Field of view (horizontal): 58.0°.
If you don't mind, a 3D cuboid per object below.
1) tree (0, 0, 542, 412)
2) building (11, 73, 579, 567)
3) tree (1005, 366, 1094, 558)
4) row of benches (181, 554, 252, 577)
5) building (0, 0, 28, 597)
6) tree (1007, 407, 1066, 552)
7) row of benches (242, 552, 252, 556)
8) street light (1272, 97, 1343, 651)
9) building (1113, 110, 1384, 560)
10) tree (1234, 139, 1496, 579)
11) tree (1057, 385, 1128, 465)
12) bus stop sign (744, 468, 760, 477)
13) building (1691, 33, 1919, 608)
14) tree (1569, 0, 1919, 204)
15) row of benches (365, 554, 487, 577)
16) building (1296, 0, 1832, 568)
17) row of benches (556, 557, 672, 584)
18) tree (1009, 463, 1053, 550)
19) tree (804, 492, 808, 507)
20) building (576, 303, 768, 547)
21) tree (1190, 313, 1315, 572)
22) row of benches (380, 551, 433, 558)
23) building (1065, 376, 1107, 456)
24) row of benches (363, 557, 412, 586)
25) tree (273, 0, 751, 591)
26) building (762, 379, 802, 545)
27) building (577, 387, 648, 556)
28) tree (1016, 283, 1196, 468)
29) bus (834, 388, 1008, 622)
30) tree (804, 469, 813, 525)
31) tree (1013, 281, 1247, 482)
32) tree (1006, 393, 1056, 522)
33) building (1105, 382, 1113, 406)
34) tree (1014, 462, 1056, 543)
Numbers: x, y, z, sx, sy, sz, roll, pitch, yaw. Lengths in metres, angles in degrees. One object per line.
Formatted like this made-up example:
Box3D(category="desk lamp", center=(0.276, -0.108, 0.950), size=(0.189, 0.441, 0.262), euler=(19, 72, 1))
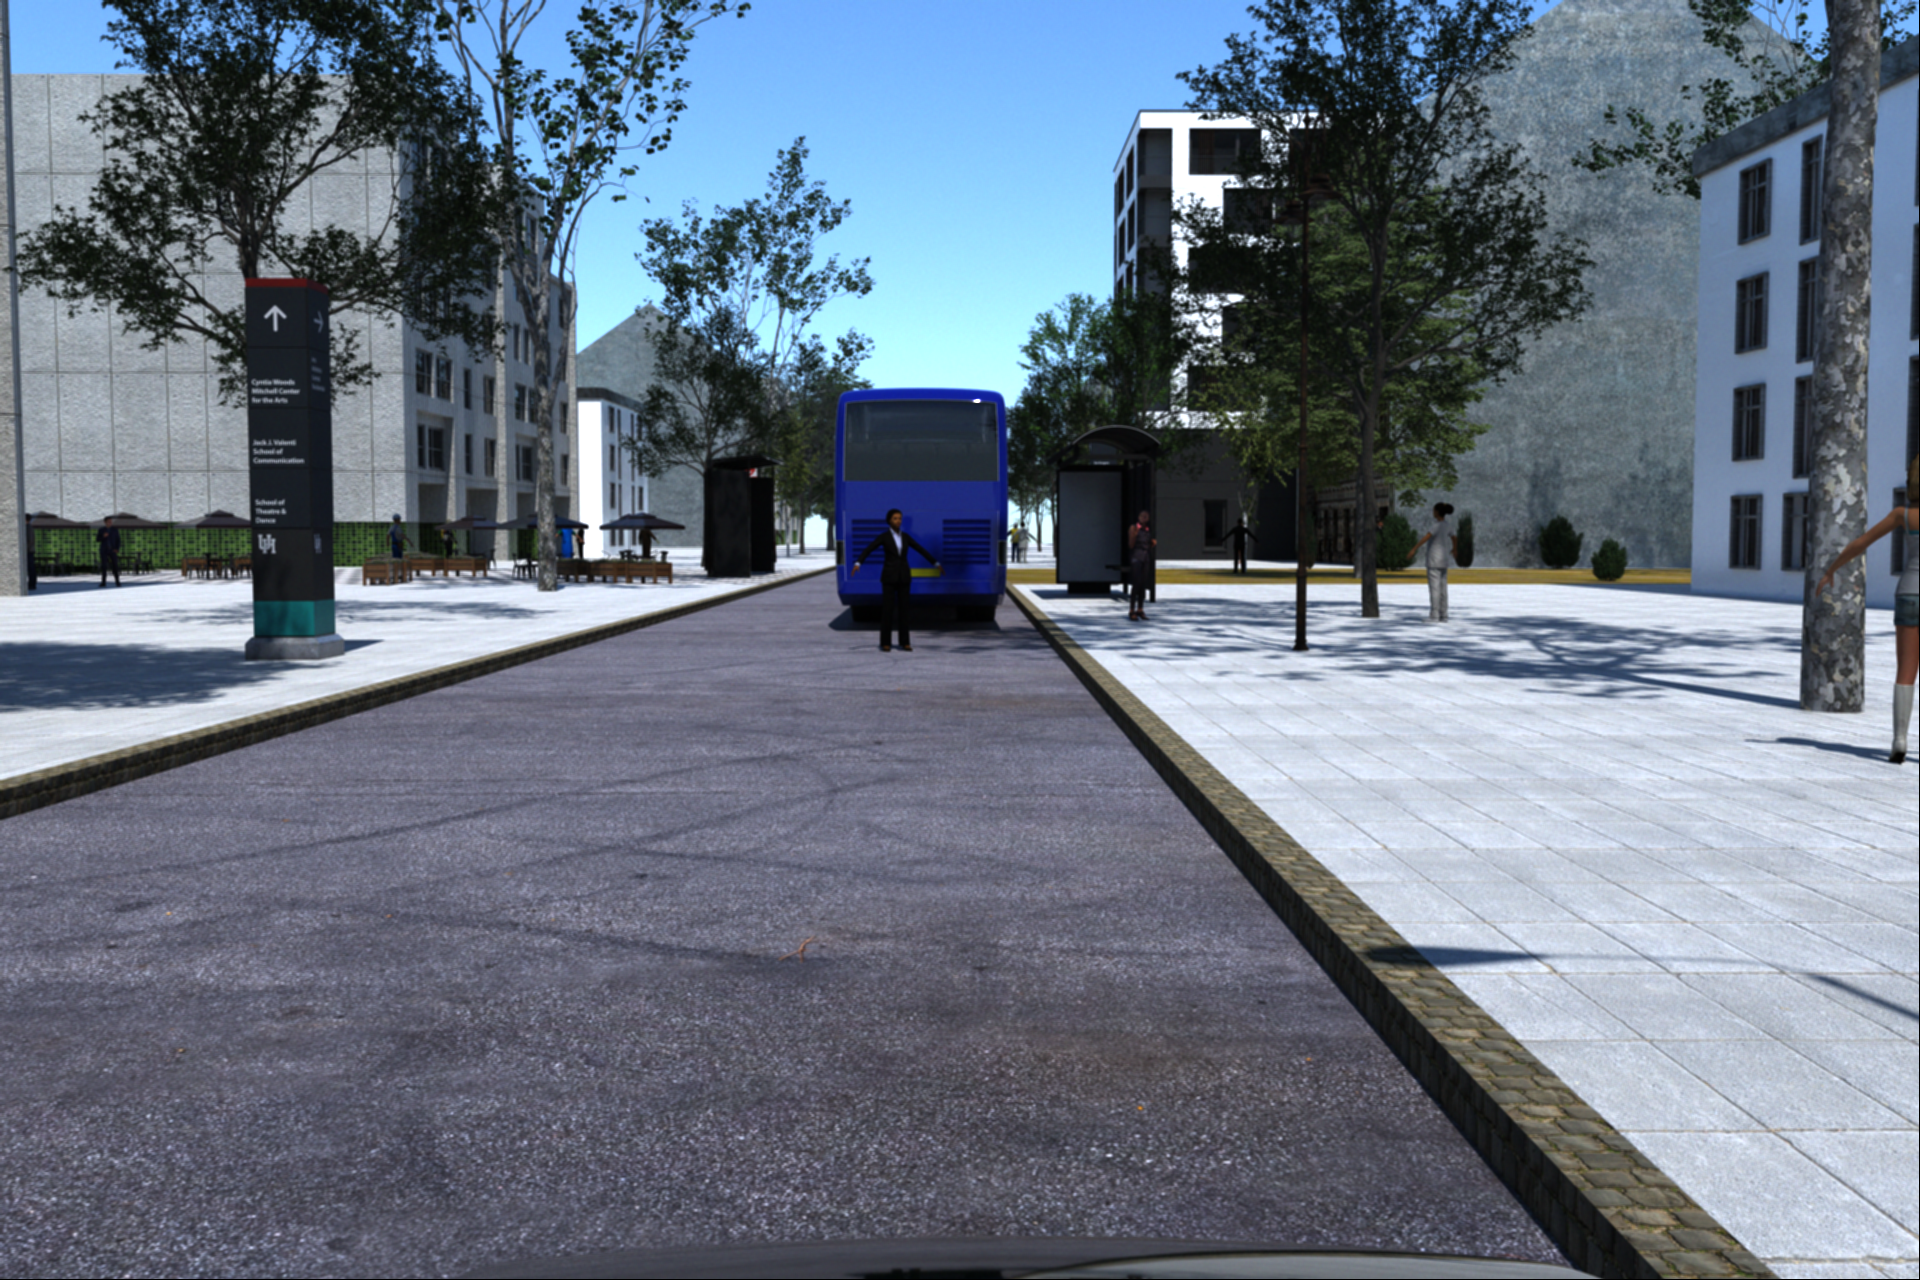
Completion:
Box3D(category="tree", center=(-9.556, -5.516, 24.604), size=(8.767, 10.594, 7.601), euler=(1, 4, 22))
Box3D(category="building", center=(-30.049, -13.223, 82.653), size=(16.747, 18.905, 31.486), euler=(0, 4, 0))
Box3D(category="tree", center=(4.924, -9.796, 94.582), size=(7.601, 10.594, 8.767), euler=(0, 4, 6))
Box3D(category="row of benches", center=(-21.737, -2.321, 53.405), size=(4.104, 0.672, 1.422), euler=(-2, 4, -31))
Box3D(category="building", center=(-27.595, -9.358, 19.462), size=(16.747, 18.905, 31.486), euler=(0, 3, 0))
Box3D(category="tree", center=(5.437, -11.669, 125.205), size=(7.601, 10.594, 8.767), euler=(0, 4, 1))
Box3D(category="row of benches", center=(-23.617, -2.719, 59.917), size=(1.422, 0.672, 4.104), euler=(0, 4, 8))
Box3D(category="street light", center=(3.762, -2.823, 18.947), size=(0.468, 5.910, 1.993), euler=(0, 4, 0))
Box3D(category="building", center=(22.559, -15.665, 100.092), size=(27.936, 21.610, 32.646), euler=(0, 3, 0))
Box3D(category="tree", center=(11.263, -8.064, 49.982), size=(7.486, 12.596, 7.792), euler=(0, 3, 0))
Box3D(category="tree", center=(6.314, -7.962, 80.537), size=(4.737, 8.622, 4.395), euler=(0, 3, 0))
Box3D(category="bus stop sign", center=(-7.128, -4.335, 59.585), size=(0.855, 3.939, 0.416), euler=(0, 4, 0))
Box3D(category="building", center=(20.605, -5.014, 24.131), size=(9.099, 9.664, 28.070), euler=(0, 4, 0))
Box3D(category="tree", center=(25.784, -12.046, 52.839), size=(12.611, 20.169, 13.585), euler=(0, 3, 0))
Box3D(category="row of benches", center=(-16.314, -2.274, 52.646), size=(4.104, 0.672, 1.422), euler=(1, 4, 20))
Box3D(category="building", center=(25.494, -14.848, 73.699), size=(19.493, 23.208, 18.063), euler=(0, 3, 0))
Box3D(category="row of benches", center=(-9.284, -1.843, 45.601), size=(4.104, 0.672, 1.422), euler=(2, 4, 35))
Box3D(category="tree", center=(5.291, -11.390, 136.583), size=(4.360, 8.622, 3.978), euler=(0, 3, 0))
Box3D(category="tree", center=(-21.526, -17.408, 234.989), size=(4.360, 8.622, 3.978), euler=(0, 3, 0))
Box3D(category="building", center=(-29.564, -20.985, 174.039), size=(19.493, 23.208, 18.063), euler=(0, 4, -1))
Box3D(category="tree", center=(9.897, -6.621, 58.608), size=(4.737, 8.622, 4.395), euler=(0, 3, 0))
Box3D(category="row of benches", center=(-19.634, -2.799, 61.219), size=(1.422, 0.672, 4.104), euler=(0, 4, 2))
Box3D(category="building", center=(21.741, -22.333, 196.070), size=(19.493, 23.208, 18.063), euler=(0, 4, 0))
Box3D(category="row of benches", center=(-14.833, -1.800, 44.900), size=(1.422, 0.672, 4.104), euler=(-1, 4, -9))
Box3D(category="tree", center=(-10.519, -11.112, 37.568), size=(12.611, 20.169, 13.585), euler=(0, 3, 0))
Box3D(category="building", center=(-29.001, -21.117, 211.713), size=(16.747, 18.905, 31.486), euler=(0, 4, 0))
Box3D(category="building", center=(-24.816, -10.468, 113.294), size=(9.099, 9.664, 28.070), euler=(0, 4, 1))
Box3D(category="tree", center=(6.113, -9.011, 73.081), size=(9.928, 11.665, 9.643), euler=(0, 3, 0))
Box3D(category="bus", center=(-0.629, -2.425, 31.197), size=(2.896, 3.916, 12.251), euler=(0, 4, -1))
Box3D(category="tree", center=(-24.635, -20.499, 241.806), size=(9.857, 13.997, 8.962), euler=(0, 3, 0))
Box3D(category="tree", center=(6.177, -7.970, 64.728), size=(8.767, 10.594, 7.601), euler=(0, 4, -5))
Box3D(category="tree", center=(5.460, -14.567, 148.547), size=(12.009, 13.543, 11.850), euler=(0, 3, 0))
Box3D(category="building", center=(20.572, -20.021, 183.768), size=(16.016, 20.090, 11.380), euler=(0, 4, 0))
Box3D(category="tree", center=(10.929, -19.117, 238.321), size=(9.928, 11.665, 9.643), euler=(0, 3, 0))
